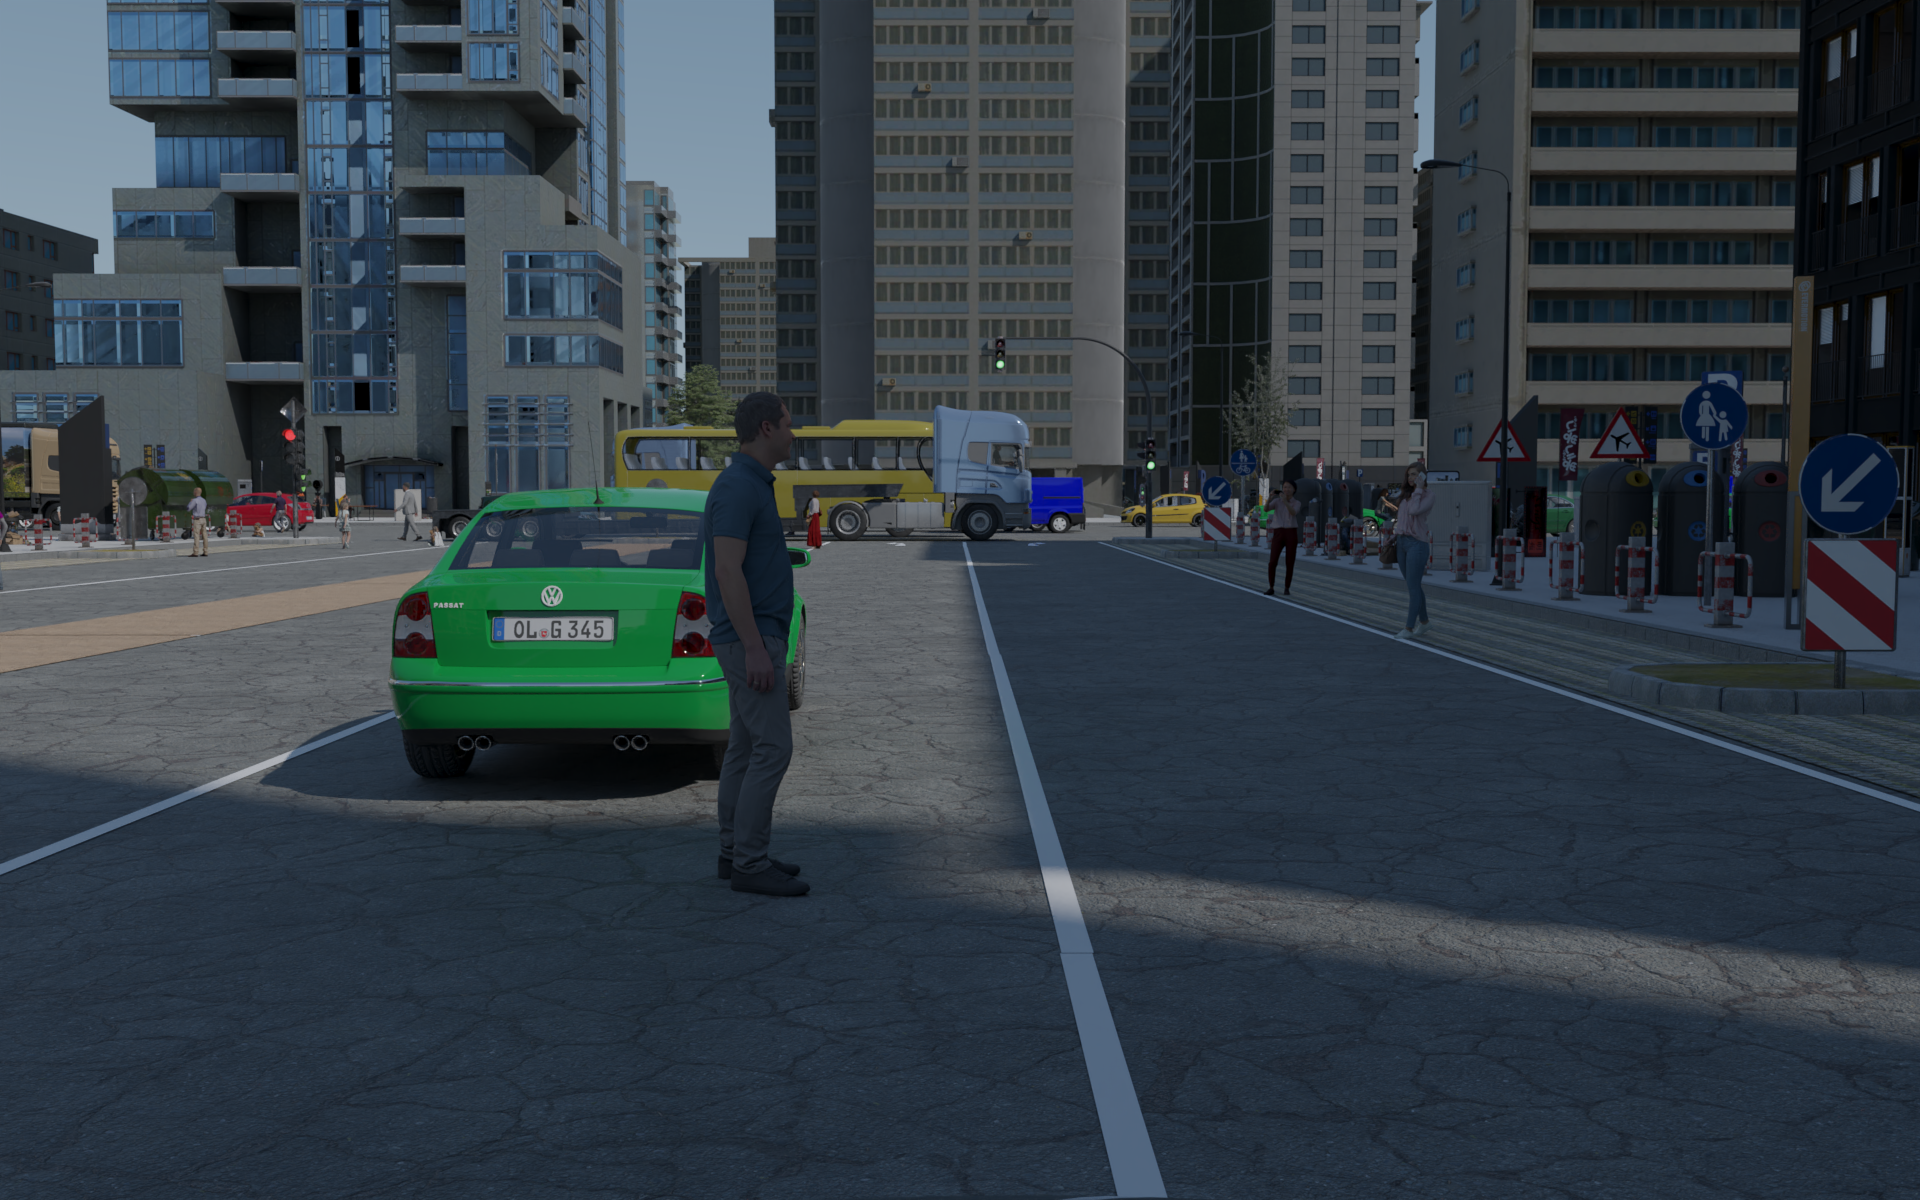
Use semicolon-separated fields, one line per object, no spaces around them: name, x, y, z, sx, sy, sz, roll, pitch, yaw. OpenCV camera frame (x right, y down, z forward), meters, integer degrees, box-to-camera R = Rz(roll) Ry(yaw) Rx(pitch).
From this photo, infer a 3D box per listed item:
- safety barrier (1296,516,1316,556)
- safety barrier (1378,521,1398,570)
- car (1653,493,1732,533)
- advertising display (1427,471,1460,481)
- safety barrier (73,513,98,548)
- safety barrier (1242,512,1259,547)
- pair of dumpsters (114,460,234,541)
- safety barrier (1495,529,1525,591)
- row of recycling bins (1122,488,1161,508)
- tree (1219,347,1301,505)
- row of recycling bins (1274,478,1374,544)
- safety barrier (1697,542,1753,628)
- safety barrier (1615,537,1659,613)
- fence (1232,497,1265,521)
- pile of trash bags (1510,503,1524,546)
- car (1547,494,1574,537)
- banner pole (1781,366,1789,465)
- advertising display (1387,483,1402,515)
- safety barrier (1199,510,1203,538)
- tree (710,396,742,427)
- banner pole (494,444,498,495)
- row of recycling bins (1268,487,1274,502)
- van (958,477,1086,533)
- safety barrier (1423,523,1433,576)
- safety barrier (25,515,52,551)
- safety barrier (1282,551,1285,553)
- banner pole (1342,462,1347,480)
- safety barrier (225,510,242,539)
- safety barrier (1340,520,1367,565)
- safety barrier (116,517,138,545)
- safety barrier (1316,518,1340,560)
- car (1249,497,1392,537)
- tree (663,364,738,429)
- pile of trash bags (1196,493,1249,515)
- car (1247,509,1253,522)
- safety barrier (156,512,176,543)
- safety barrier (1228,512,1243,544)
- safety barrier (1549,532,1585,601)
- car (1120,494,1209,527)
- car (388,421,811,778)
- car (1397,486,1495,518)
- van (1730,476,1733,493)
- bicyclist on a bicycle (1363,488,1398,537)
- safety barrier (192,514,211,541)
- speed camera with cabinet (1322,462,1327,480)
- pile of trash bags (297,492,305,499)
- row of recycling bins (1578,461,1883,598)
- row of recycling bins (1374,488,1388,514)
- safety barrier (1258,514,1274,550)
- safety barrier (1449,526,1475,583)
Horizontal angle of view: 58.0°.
safety barrier;7.239;-1.318;35.829;0.300;0.817;1.120;0;4;0
safety barrier;7.269;-0.926;29.420;0.300;0.817;1.120;0;4;0
car;24.857;-2.873;55.776;4.718;1.807;1.959;0;4;-1
advertising display;13.242;-2.595;47.638;0.974;1.923;0.123;0;4;-5
safety barrier;-20.890;-1.657;41.371;0.300;0.817;1.120;0;4;0
safety barrier;7.198;-1.711;42.251;0.300;0.817;1.120;0;4;0
pair of dumpsters;-22.097;-2.830;48.761;1.574;2.255;4.437;0;4;0
safety barrier;7.304;-0.535;23.026;0.300;0.817;1.120;0;4;0
row of recycling bins;13.195;-7.369;127.598;3.534;1.692;1.069;-2;4;-28
tree;15.215;-8.353;86.942;4.360;8.622;3.978;0;3;0
row of recycling bins;9.721;-2.386;46.130;1.069;1.692;3.534;3;4;37
safety barrier;7.336;-0.144;16.624;0.300;0.817;1.120;0;4;0
safety barrier;7.325;-0.274;18.758;0.300;0.817;1.120;0;4;0
fence;13.992;-4.326;81.930;2.264;1.192;0.480;1;4;19
pile of trash bags;13.366;-2.077;43.719;1.912;1.369;3.447;0;4;-2
car;18.432;-2.723;56.324;4.920;1.459;2.131;0;4;-1
banner pole;16.025;-2.675;33.752;0.401;3.779;0.863;2;4;29
advertising display;25.654;-5.918;101.976;0.974;1.923;0.123;0;4;0
safety barrier;7.159;-2.233;50.783;0.300;0.817;1.120;0;4;0
tree;-21.871;-14.100;164.946;7.601;10.594;8.767;2;4;26
banner pole;-23.375;-5.956;87.402;0.401;3.779;0.863;-1;4;-9
row of recycling bins;19.689;-5.776;101.551;3.534;1.692;1.069;1;4;12
van;1.961;-3.631;63.744;5.245;2.365;2.240;0;4;-2
safety barrier;7.278;-0.796;27.289;0.300;0.817;1.120;0;4;0
safety barrier;-20.878;-1.527;39.240;0.300;0.817;1.120;0;4;0
safety barrier;7.225;-1.449;37.971;0.300;0.817;1.120;0;4;0
banner pole;30.296;-8.961;136.527;0.401;3.779;0.863;3;4;39
safety barrier;-20.938;-2.180;49.913;0.300;0.817;1.120;0;4;0
safety barrier;7.256;-1.057;31.551;0.300;0.817;1.120;0;4;0
safety barrier;-20.902;-1.788;43.502;0.300;0.817;1.120;0;4;0
safety barrier;7.245;-1.187;33.690;0.300;0.817;1.120;0;4;0
car;12.185;-3.041;58.521;4.718;1.807;1.959;0;3;0
tree;-22.834;-14.282;151.635;7.486;12.596;7.792;0;3;0
pile of trash bags;16.048;-5.878;105.858;3.447;1.369;1.912;1;4;16
car;14.858;-4.109;77.410;3.980;1.641;2.015;0;4;-1
safety barrier;-20.912;-1.918;45.633;0.300;0.817;1.120;0;4;0
safety barrier;7.189;-1.842;44.390;0.300;0.817;1.120;0;4;0
safety barrier;7.315;-0.405;20.894;0.300;0.817;1.120;0;4;0
car;8.994;-4.008;75.750;3.980;1.641;2.015;0;3;0
car;-1.896;-0.082;10.130;1.959;1.807;4.718;0;4;-1
car;22.095;-4.177;76.962;5.304;1.827;2.281;0;4;-2
van;26.894;-3.352;59.182;5.245;2.365;2.240;0;4;-2
bicyclist on a bicycle;13.519;-2.750;54.983;1.625;1.676;1.499;0;3;0
safety barrier;-20.925;-2.049;47.770;0.300;0.817;1.120;0;4;0
speed camera with cabinet;22.826;-6.784;105.261;2.038;3.252;0.660;3;5;43
pile of trash bags;-33.568;-4.566;84.400;3.447;1.369;1.912;0;4;7
row of recycling bins;9.669;-0.902;21.855;3.534;1.692;1.069;1;4;10
row of recycling bins;27.698;-6.534;113.942;1.069;1.692;3.534;2;4;24
safety barrier;7.211;-1.581;40.119;0.300;0.817;1.120;0;4;0
safety barrier;7.290;-0.666;25.157;0.300;0.817;1.120;0;4;0
